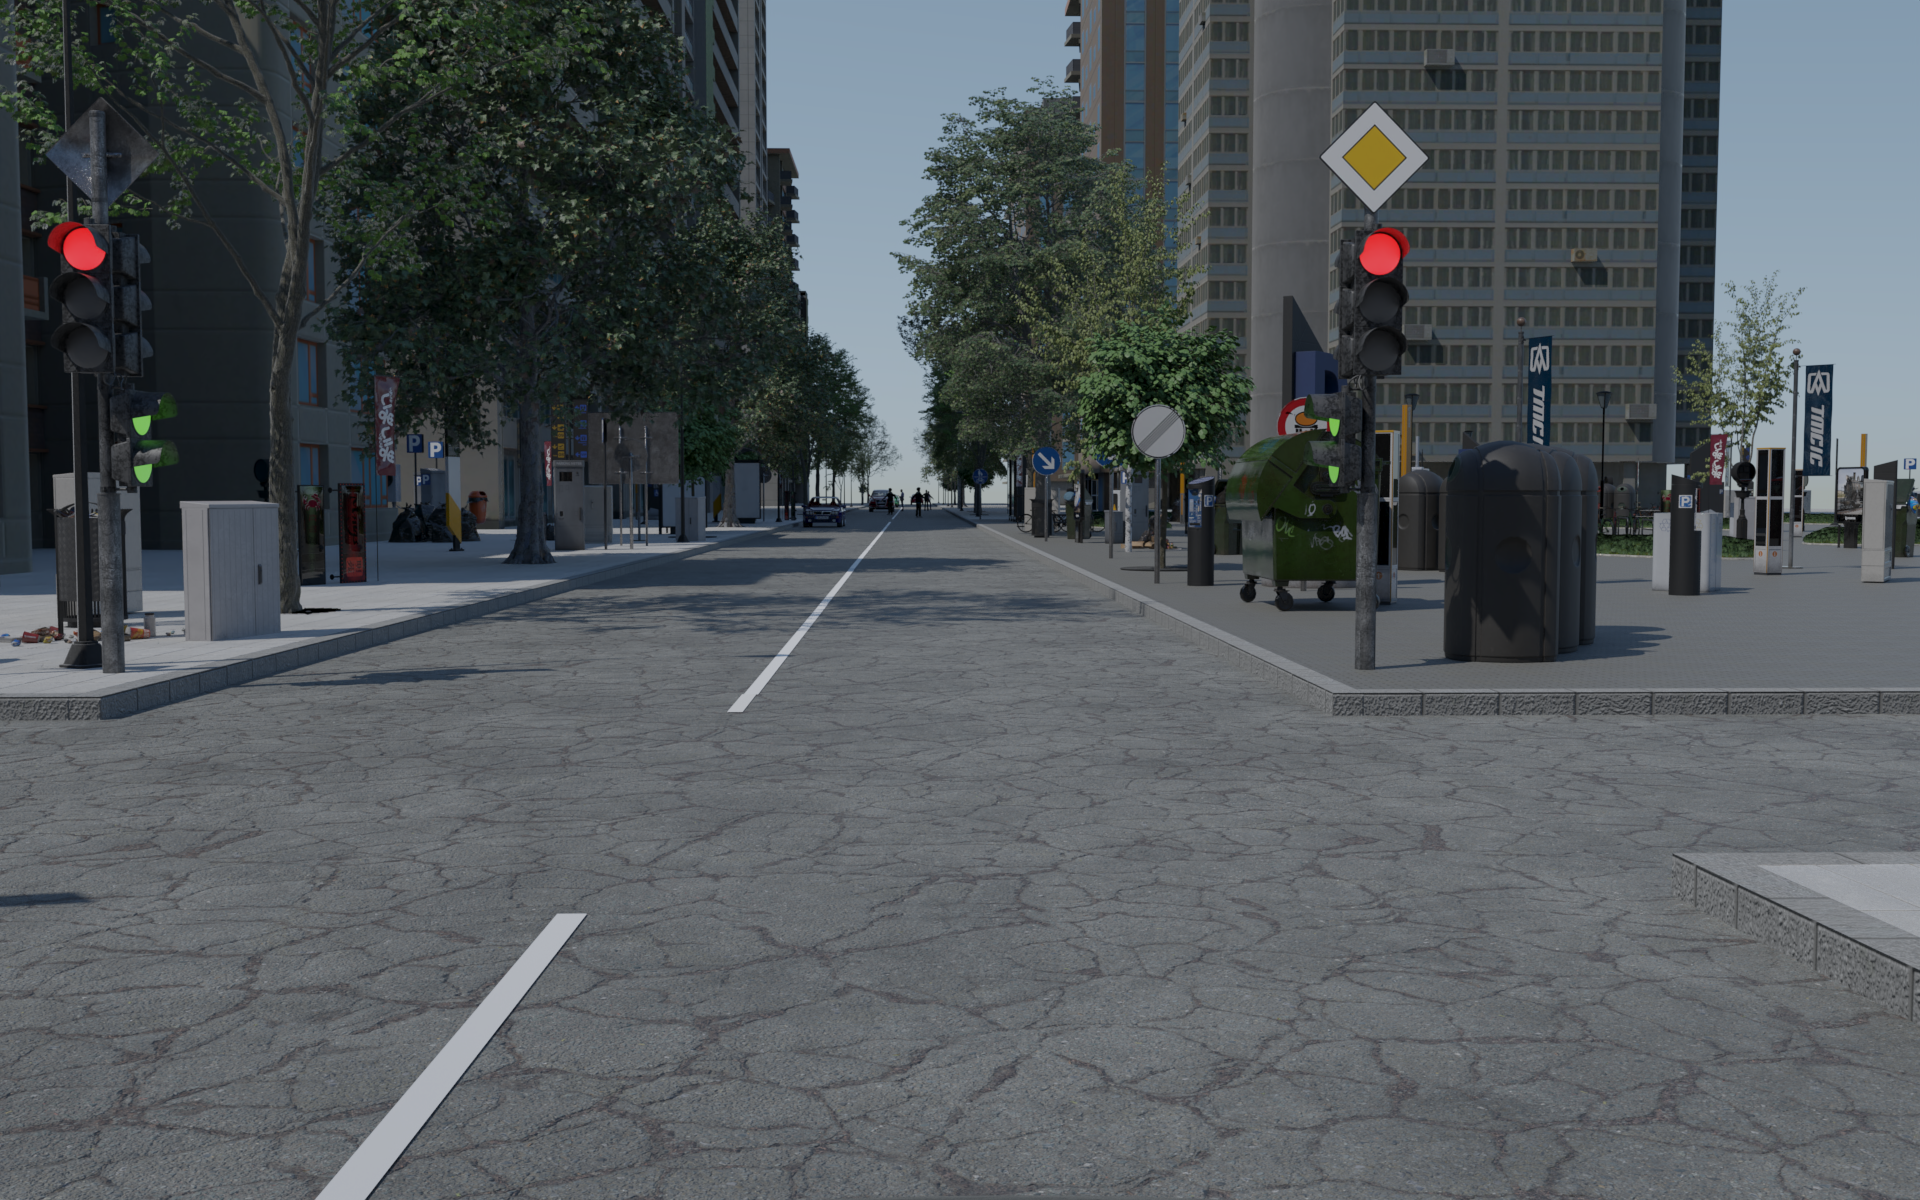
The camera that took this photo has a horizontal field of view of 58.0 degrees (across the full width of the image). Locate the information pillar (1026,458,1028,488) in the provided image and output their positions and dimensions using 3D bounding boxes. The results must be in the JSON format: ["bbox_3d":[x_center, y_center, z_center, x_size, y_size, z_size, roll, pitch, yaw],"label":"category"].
[{"bbox_3d":[2.937,-5.096,74.680,0.183,3.616,0.504,-1,4,-9],"label":"information pillar"}]

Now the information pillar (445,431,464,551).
[{"bbox_3d":[-11.325,-2.895,38.695,0.183,3.616,0.504,1,4,16],"label":"information pillar"}]

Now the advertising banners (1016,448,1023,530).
[{"bbox_3d":[2.520,-4.043,62.286,0.090,3.025,2.074,2,4,35],"label":"advertising banners"}]

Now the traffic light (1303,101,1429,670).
[{"bbox_3d":[2.949,-1.447,12.576,0.839,4.253,0.868,0,4,-2],"label":"traffic light"}]

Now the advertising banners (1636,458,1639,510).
[{"bbox_3d":[32.289,-5.283,82.557,0.090,3.025,2.074,1,4,23],"label":"advertising banners"}]

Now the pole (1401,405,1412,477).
[{"bbox_3d":[10.219,-2.804,39.693,0.158,3.312,0.155,0,3,0],"label":"pole"}]

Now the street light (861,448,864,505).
[{"bbox_3d":[-10.302,-12.237,172.609,1.470,5.913,1.316,0,4,-2],"label":"street light"}]

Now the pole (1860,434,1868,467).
[{"bbox_3d":[30.493,-3.954,58.492,0.158,3.312,0.155,0,3,0],"label":"pole"}]

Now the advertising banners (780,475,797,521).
[{"bbox_3d":[-8.453,-5.403,84.533,0.090,3.025,2.074,-2,4,-30],"label":"advertising banners"}]

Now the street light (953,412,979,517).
[{"bbox_3d":[0.488,-7.650,97.612,1.470,5.913,1.316,0,4,-2],"label":"street light"}]

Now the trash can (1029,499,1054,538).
[{"bbox_3d":[2.406,-2.405,50.983,0.748,1.137,0.748,0,3,0],"label":"trash can"}]

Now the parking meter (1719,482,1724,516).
[{"bbox_3d":[36.106,-4.690,82.397,0.399,1.863,0.255,-1,4,-11],"label":"parking meter"}]

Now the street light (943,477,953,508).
[{"bbox_3d":[-0.409,-9.697,131.080,1.470,5.913,1.316,0,4,-2],"label":"street light"}]

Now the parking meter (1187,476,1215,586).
[{"bbox_3d":[3.371,-0.967,24.226,0.372,1.533,0.369,0,3,0],"label":"parking meter"}]

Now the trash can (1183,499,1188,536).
[{"bbox_3d":[7.204,-2.536,53.114,0.748,1.137,0.748,0,3,0],"label":"trash can"}]

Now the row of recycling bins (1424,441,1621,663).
[{"bbox_3d":[4.835,-0.463,14.676,1.069,1.692,3.534,2,4,25],"label":"row of recycling bins"}]

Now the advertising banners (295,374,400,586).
[{"bbox_3d":[-8.790,-1.758,24.935,0.090,3.025,2.074,2,4,26],"label":"advertising banners"}]

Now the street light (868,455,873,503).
[{"bbox_3d":[-11.081,-14.263,205.735,1.470,5.913,1.316,0,4,-2],"label":"street light"}]

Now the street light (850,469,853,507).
[{"bbox_3d":[-9.816,-11.163,155.061,1.470,5.913,1.316,0,4,-2],"label":"street light"}]

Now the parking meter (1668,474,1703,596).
[{"bbox_3d":[9.202,-0.829,21.962,0.372,1.533,0.369,0,3,0],"label":"parking meter"}]

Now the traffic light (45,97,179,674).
[{"bbox_3d":[-6.059,-1.431,12.317,0.839,4.253,0.868,0,4,-2],"label":"traffic light"}]

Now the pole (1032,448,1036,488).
[{"bbox_3d":[3.145,-4.845,73.065,0.158,3.312,0.155,0,3,0],"label":"pole"}]

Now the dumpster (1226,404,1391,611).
[{"bbox_3d":[3.930,-1.050,19.656,1.502,2.255,1.985,0,4,-2],"label":"dumpster"}]

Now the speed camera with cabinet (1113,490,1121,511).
[{"bbox_3d":[7.270,-4.980,75.756,0.660,3.252,2.038,-2,4,-24],"label":"speed camera with cabinet"}]

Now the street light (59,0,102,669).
[{"bbox_3d":[-5.947,-2.456,12.696,1.470,5.913,1.316,0,4,-2],"label":"street light"}]

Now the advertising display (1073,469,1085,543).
[{"bbox_3d":[3.129,-2.466,45.527,0.123,1.923,0.974,0,4,-6],"label":"advertising display"}]

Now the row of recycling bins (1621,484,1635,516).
[{"bbox_3d":[25.296,-3.782,68.947,1.069,1.692,3.534,-2,4,-33],"label":"row of recycling bins"}]

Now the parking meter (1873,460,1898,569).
[{"bbox_3d":[15.819,-1.467,29.689,0.399,1.863,0.255,2,4,26],"label":"parking meter"}]

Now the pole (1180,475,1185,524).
[{"bbox_3d":[9.600,-4.944,74.684,0.158,3.312,0.155,0,3,0],"label":"pole"}]

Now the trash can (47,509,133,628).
[{"bbox_3d":[-8.420,-0.315,16.798,0.748,1.137,0.748,0,3,0],"label":"trash can"}]

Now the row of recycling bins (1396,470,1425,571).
[{"bbox_3d":[8.108,-1.333,28.912,1.069,1.692,3.534,-3,5,-42],"label":"row of recycling bins"}]

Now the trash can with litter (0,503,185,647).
[{"bbox_3d":[-8.065,-0.262,15.338,2.233,1.210,1.678,0,3,0],"label":"trash can with litter"}]

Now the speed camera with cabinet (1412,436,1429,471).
[{"bbox_3d":[16.349,-3.967,59.192,2.038,3.252,0.660,2,4,24],"label":"speed camera with cabinet"}]

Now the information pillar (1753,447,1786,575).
[{"bbox_3d":[12.817,-1.403,27.426,0.304,2.012,0.304,-1,4,-16],"label":"information pillar"}]

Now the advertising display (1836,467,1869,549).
[{"bbox_3d":[21.078,-2.185,40.939,0.123,1.923,0.974,-1,4,-9],"label":"advertising display"}]

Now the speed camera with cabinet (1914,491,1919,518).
[{"bbox_3d":[49.347,-5.712,87.733,2.038,3.252,0.660,1,4,21],"label":"speed camera with cabinet"}]

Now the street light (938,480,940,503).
[{"bbox_3d":[-1.302,-11.724,164.220,1.470,5.913,1.316,0,4,-2],"label":"street light"}]

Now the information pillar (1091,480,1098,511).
[{"bbox_3d":[6.859,-5.115,88.121,0.304,2.012,0.304,1,4,16],"label":"information pillar"}]

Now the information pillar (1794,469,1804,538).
[{"bbox_3d":[24.776,-2.860,51.261,0.304,2.012,0.304,1,4,21],"label":"information pillar"}]

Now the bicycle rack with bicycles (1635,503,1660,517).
[{"bbox_3d":[28.704,-3.611,72.427,2.925,0.926,2.852,2,4,34],"label":"bicycle rack with bicycles"}]

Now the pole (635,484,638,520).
[{"bbox_3d":[-16.125,-5.668,86.521,0.158,3.312,0.155,0,3,0],"label":"pole"}]

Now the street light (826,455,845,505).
[{"bbox_3d":[-8.876,-9.131,121.828,1.470,5.913,1.316,0,4,-2],"label":"street light"}]

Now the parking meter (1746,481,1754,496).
[{"bbox_3d":[32.435,-4.005,71.187,0.255,1.863,0.399,1,4,9],"label":"parking meter"}]

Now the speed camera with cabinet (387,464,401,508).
[{"bbox_3d":[-17.347,-3.423,50.296,2.038,3.252,0.660,0,4,-2],"label":"speed camera with cabinet"}]

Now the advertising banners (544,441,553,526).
[{"bbox_3d":[-13.073,-3.685,56.435,0.090,3.025,2.074,-3,4,-38],"label":"advertising banners"}]

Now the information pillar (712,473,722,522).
[{"bbox_3d":[-11.098,-5.364,79.053,0.504,3.616,0.183,3,4,39],"label":"information pillar"}]

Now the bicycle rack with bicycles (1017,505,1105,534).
[{"bbox_3d":[3.339,-2.690,57.368,2.925,0.926,2.852,0,4,8],"label":"bicycle rack with bicycles"}]

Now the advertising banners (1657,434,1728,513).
[{"bbox_3d":[21.520,-3.348,50.920,0.090,3.025,2.074,-3,5,-40],"label":"advertising banners"}]

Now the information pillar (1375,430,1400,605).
[{"bbox_3d":[4.917,-0.958,20.149,0.304,2.012,0.304,2,4,28],"label":"information pillar"}]
